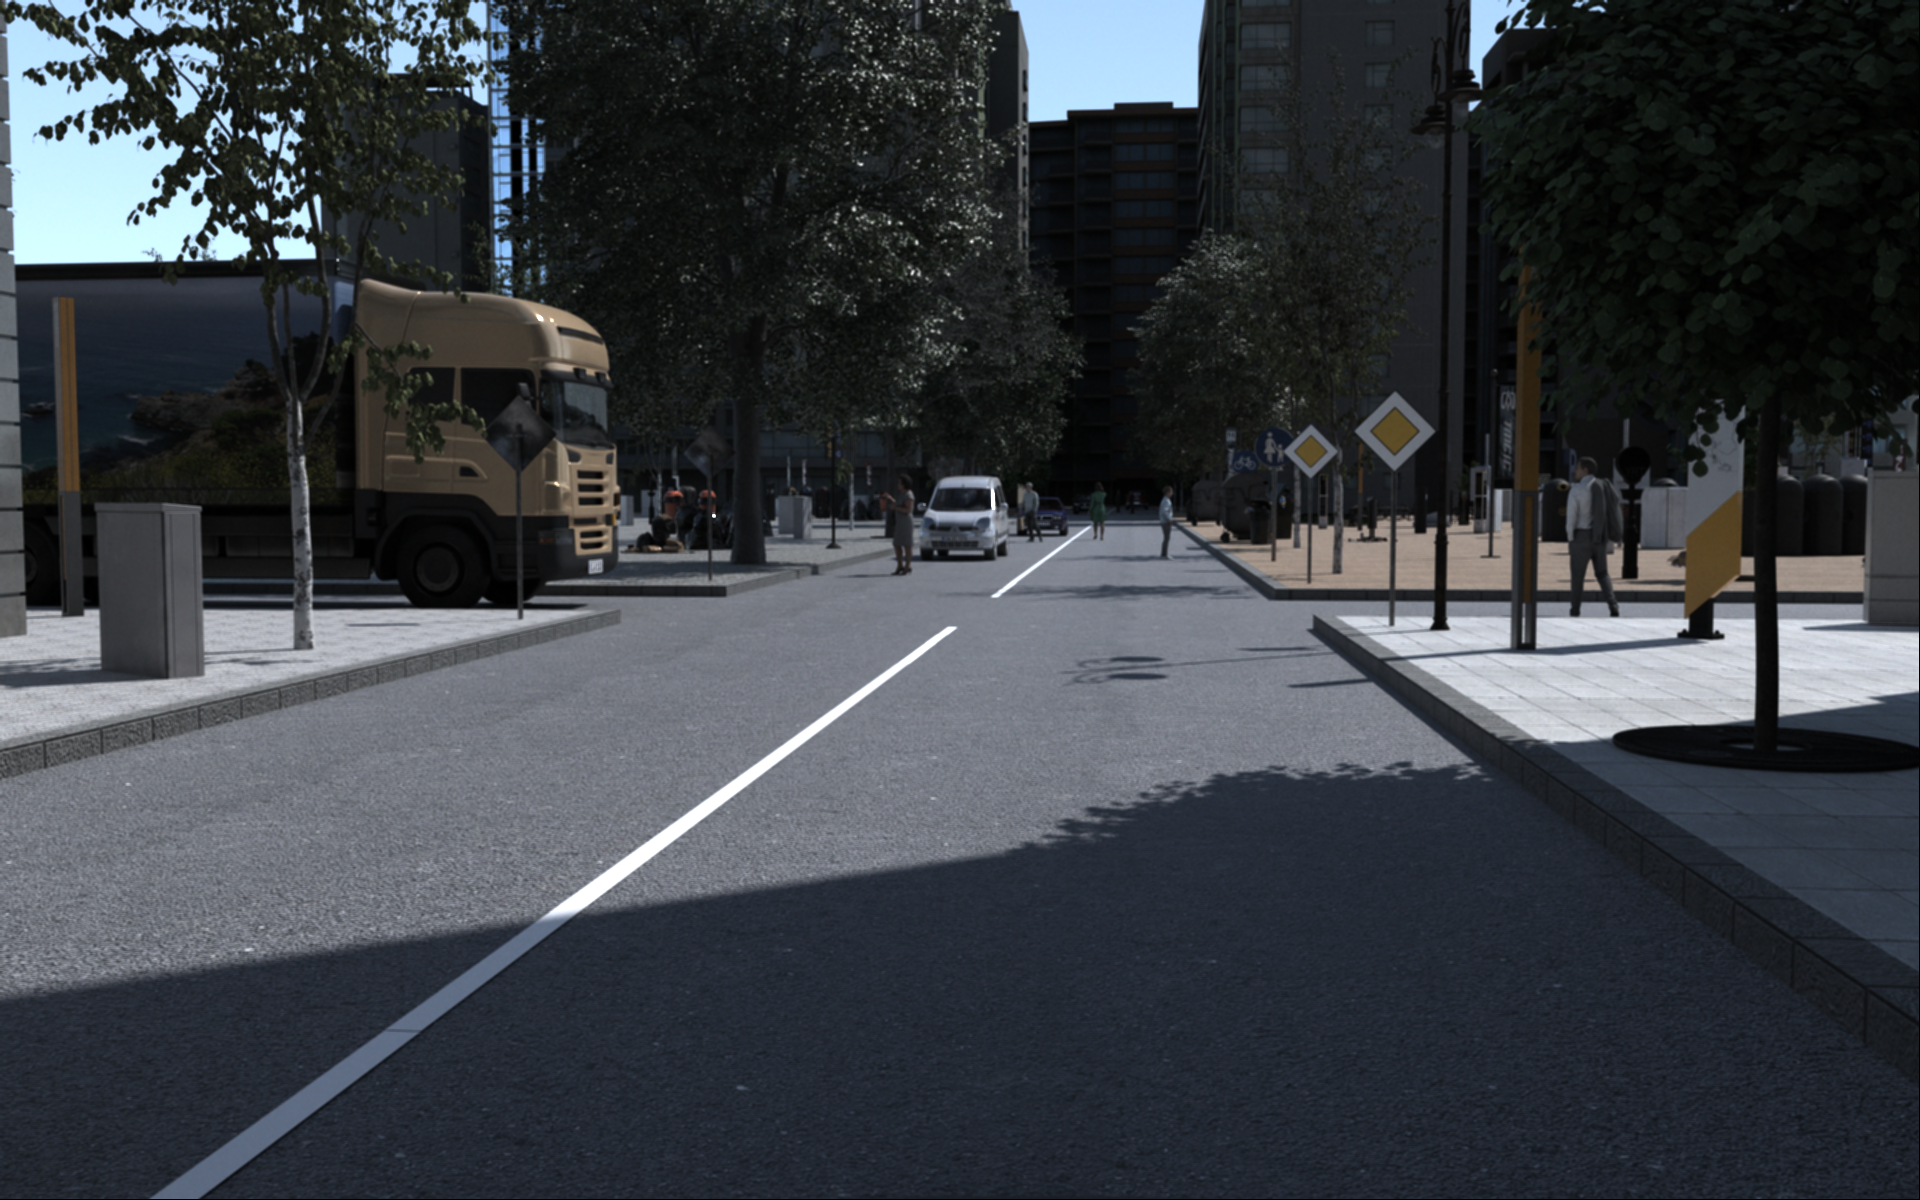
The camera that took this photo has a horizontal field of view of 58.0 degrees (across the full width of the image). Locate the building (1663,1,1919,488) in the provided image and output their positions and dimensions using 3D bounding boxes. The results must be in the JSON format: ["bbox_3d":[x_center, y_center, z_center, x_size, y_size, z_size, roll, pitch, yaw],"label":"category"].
[{"bbox_3d":[78.630,-32.673,153.812,30.456,49.044,23.786,0,4,6],"label":"building"}]

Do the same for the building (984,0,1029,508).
[{"bbox_3d":[-4.692,-33.024,163.636,21.600,48.544,21.300,0,4,6],"label":"building"}]

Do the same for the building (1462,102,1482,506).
[{"bbox_3d":[62.983,-32.884,192.283,28.867,44.769,22.147,0,4,6],"label":"building"}]

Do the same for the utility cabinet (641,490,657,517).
[{"bbox_3d":[-17.205,-5.382,96.668,1.173,1.500,0.318,2,4,24],"label":"utility cabinet"}]

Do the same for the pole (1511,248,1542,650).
[{"bbox_3d":[4.664,-1.248,14.242,0.158,3.312,0.155,0,3,0],"label":"pole"}]

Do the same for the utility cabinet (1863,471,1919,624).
[{"bbox_3d":[9.507,-0.503,16.896,1.173,1.500,0.318,1,4,17],"label":"utility cabinet"}]

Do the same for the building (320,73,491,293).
[{"bbox_3d":[-53.413,-29.846,171.571,14.086,41.232,14.154,0,4,6],"label":"building"}]

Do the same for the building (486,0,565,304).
[{"bbox_3d":[-30.982,-52.062,163.886,31.000,86.520,22.319,0,4,6],"label":"building"}]

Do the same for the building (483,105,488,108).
[{"bbox_3d":[-54.525,-33.610,199.642,14.200,45.320,14.600,0,4,6],"label":"building"}]

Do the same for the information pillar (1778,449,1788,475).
[{"bbox_3d":[24.633,-3.710,52.005,0.504,3.616,0.183,-1,4,-11],"label":"information pillar"}]

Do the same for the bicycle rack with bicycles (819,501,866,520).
[{"bbox_3d":[-6.047,-4.562,87.968,2.852,0.926,2.925,0,4,0],"label":"bicycle rack with bicycles"}]

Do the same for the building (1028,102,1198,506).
[{"bbox_3d":[19.991,-33.154,196.690,28.867,44.769,22.147,0,4,6],"label":"building"}]

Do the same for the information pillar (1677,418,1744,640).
[{"bbox_3d":[6.645,-1.461,15.247,0.183,3.616,0.504,-3,4,-36],"label":"information pillar"}]

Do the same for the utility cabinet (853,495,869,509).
[{"bbox_3d":[-5.603,-5.232,96.711,1.020,1.237,0.306,2,4,28],"label":"utility cabinet"}]

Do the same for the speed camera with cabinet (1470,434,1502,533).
[{"bbox_3d":[17.521,-3.873,57.658,0.660,3.252,2.038,2,4,31],"label":"speed camera with cabinet"}]

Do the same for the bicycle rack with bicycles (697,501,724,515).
[{"bbox_3d":[-13.720,-5.070,96.275,2.925,0.926,2.852,2,4,29],"label":"bicycle rack with bicycles"}]

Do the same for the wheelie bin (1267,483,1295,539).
[{"bbox_3d":[9.187,-2.556,49.698,0.693,1.594,0.980,-1,4,-18],"label":"wheelie bin"}]

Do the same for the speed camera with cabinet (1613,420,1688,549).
[{"bbox_3d":[16.372,-2.859,41.076,0.660,3.252,2.038,-1,4,-16],"label":"speed camera with cabinet"}]

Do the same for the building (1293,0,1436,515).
[{"bbox_3d":[26.133,-27.136,127.265,14.154,41.232,14.086,0,4,6],"label":"building"}]

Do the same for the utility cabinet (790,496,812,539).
[{"bbox_3d":[-4.526,-2.372,49.949,0.306,1.237,1.020,1,4,10],"label":"utility cabinet"}]

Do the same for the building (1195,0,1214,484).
[{"bbox_3d":[32.816,-32.724,158.745,21.300,48.544,21.600,0,4,6],"label":"building"}]

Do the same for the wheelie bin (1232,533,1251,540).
[{"bbox_3d":[8.317,-2.630,50.912,0.980,1.594,0.693,-1,4,-11],"label":"wheelie bin"}]

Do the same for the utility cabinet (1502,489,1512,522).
[{"bbox_3d":[24.916,-4.348,79.771,0.318,1.500,1.173,-2,4,-33],"label":"utility cabinet"}]

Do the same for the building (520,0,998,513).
[{"bbox_3d":[-13.294,-26.665,127.856,32.217,40.220,23.993,0,4,6],"label":"building"}]

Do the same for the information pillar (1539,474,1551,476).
[{"bbox_3d":[21.572,-3.637,63.956,0.304,2.012,0.304,-1,4,-10],"label":"information pillar"}]

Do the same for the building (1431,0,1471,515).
[{"bbox_3d":[24.911,-26.279,113.257,14.154,41.232,14.086,0,4,6],"label":"building"}]

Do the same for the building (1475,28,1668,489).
[{"bbox_3d":[56.932,-31.266,161.313,14.200,45.320,14.600,0,4,6],"label":"building"}]

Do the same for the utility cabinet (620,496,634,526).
[{"bbox_3d":[-13.510,-3.617,70.298,0.306,1.237,1.020,-2,4,-25],"label":"utility cabinet"}]

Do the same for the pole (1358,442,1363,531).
[{"bbox_3d":[14.056,-4.093,60.769,0.158,3.312,0.155,0,3,0],"label":"pole"}]

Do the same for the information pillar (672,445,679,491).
[{"bbox_3d":[-13.040,-5.387,79.438,0.183,3.616,0.504,-3,4,-38],"label":"information pillar"}]

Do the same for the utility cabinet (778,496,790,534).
[{"bbox_3d":[-5.370,-2.705,55.395,1.020,1.237,0.306,3,5,42],"label":"utility cabinet"}]

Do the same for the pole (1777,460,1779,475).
[{"bbox_3d":[23.044,-3.375,49.025,0.158,3.312,0.155,0,3,0],"label":"pole"}]

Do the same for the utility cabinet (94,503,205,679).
[{"bbox_3d":[-5.789,-0.075,12.389,1.020,1.237,0.306,3,5,40],"label":"utility cabinet"}]

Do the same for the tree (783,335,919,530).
[{"bbox_3d":[-4.077,-6.766,60.986,4.737,8.622,4.395,0,3,0],"label":"tree"}]

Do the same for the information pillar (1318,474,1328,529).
[{"bbox_3d":[13.409,-3.635,63.926,0.304,2.012,0.304,1,4,19],"label":"information pillar"}]

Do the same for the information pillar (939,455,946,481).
[{"bbox_3d":[-0.923,-6.131,91.600,0.183,3.616,0.504,3,4,39],"label":"information pillar"}]

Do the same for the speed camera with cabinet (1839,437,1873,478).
[{"bbox_3d":[22.085,-2.970,42.901,0.660,3.252,2.038,2,4,31],"label":"speed camera with cabinet"}]

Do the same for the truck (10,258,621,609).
[{"bbox_3d":[-9.442,-2.029,22.092,11.283,4.237,2.839,0,4,7],"label":"truck"}]

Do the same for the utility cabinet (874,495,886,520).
[{"bbox_3d":[-3.760,-4.601,86.390,1.020,1.237,0.306,0,4,4],"label":"utility cabinet"}]

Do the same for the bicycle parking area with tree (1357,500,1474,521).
[{"bbox_3d":[23.187,-6.017,85.385,9.016,4.147,8.231,2,4,25],"label":"bicycle parking area with tree"}]

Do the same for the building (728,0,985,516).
[{"bbox_3d":[-6.005,-25.957,107.997,14.154,41.232,14.086,0,4,6],"label":"building"}]

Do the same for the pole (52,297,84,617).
[{"bbox_3d":[-9.314,-1.483,18.085,0.158,3.312,0.155,0,3,0],"label":"pole"}]

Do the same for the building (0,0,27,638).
[{"bbox_3d":[-23.685,-14.281,10.989,29.804,29.767,11.434,0,4,6],"label":"building"}]

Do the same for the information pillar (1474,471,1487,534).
[{"bbox_3d":[16.861,-3.157,56.104,0.304,2.012,0.304,3,5,41],"label":"information pillar"}]

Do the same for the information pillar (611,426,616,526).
[{"bbox_3d":[-7.784,-2.900,38.766,0.183,3.616,0.504,0,4,-5],"label":"information pillar"}]
